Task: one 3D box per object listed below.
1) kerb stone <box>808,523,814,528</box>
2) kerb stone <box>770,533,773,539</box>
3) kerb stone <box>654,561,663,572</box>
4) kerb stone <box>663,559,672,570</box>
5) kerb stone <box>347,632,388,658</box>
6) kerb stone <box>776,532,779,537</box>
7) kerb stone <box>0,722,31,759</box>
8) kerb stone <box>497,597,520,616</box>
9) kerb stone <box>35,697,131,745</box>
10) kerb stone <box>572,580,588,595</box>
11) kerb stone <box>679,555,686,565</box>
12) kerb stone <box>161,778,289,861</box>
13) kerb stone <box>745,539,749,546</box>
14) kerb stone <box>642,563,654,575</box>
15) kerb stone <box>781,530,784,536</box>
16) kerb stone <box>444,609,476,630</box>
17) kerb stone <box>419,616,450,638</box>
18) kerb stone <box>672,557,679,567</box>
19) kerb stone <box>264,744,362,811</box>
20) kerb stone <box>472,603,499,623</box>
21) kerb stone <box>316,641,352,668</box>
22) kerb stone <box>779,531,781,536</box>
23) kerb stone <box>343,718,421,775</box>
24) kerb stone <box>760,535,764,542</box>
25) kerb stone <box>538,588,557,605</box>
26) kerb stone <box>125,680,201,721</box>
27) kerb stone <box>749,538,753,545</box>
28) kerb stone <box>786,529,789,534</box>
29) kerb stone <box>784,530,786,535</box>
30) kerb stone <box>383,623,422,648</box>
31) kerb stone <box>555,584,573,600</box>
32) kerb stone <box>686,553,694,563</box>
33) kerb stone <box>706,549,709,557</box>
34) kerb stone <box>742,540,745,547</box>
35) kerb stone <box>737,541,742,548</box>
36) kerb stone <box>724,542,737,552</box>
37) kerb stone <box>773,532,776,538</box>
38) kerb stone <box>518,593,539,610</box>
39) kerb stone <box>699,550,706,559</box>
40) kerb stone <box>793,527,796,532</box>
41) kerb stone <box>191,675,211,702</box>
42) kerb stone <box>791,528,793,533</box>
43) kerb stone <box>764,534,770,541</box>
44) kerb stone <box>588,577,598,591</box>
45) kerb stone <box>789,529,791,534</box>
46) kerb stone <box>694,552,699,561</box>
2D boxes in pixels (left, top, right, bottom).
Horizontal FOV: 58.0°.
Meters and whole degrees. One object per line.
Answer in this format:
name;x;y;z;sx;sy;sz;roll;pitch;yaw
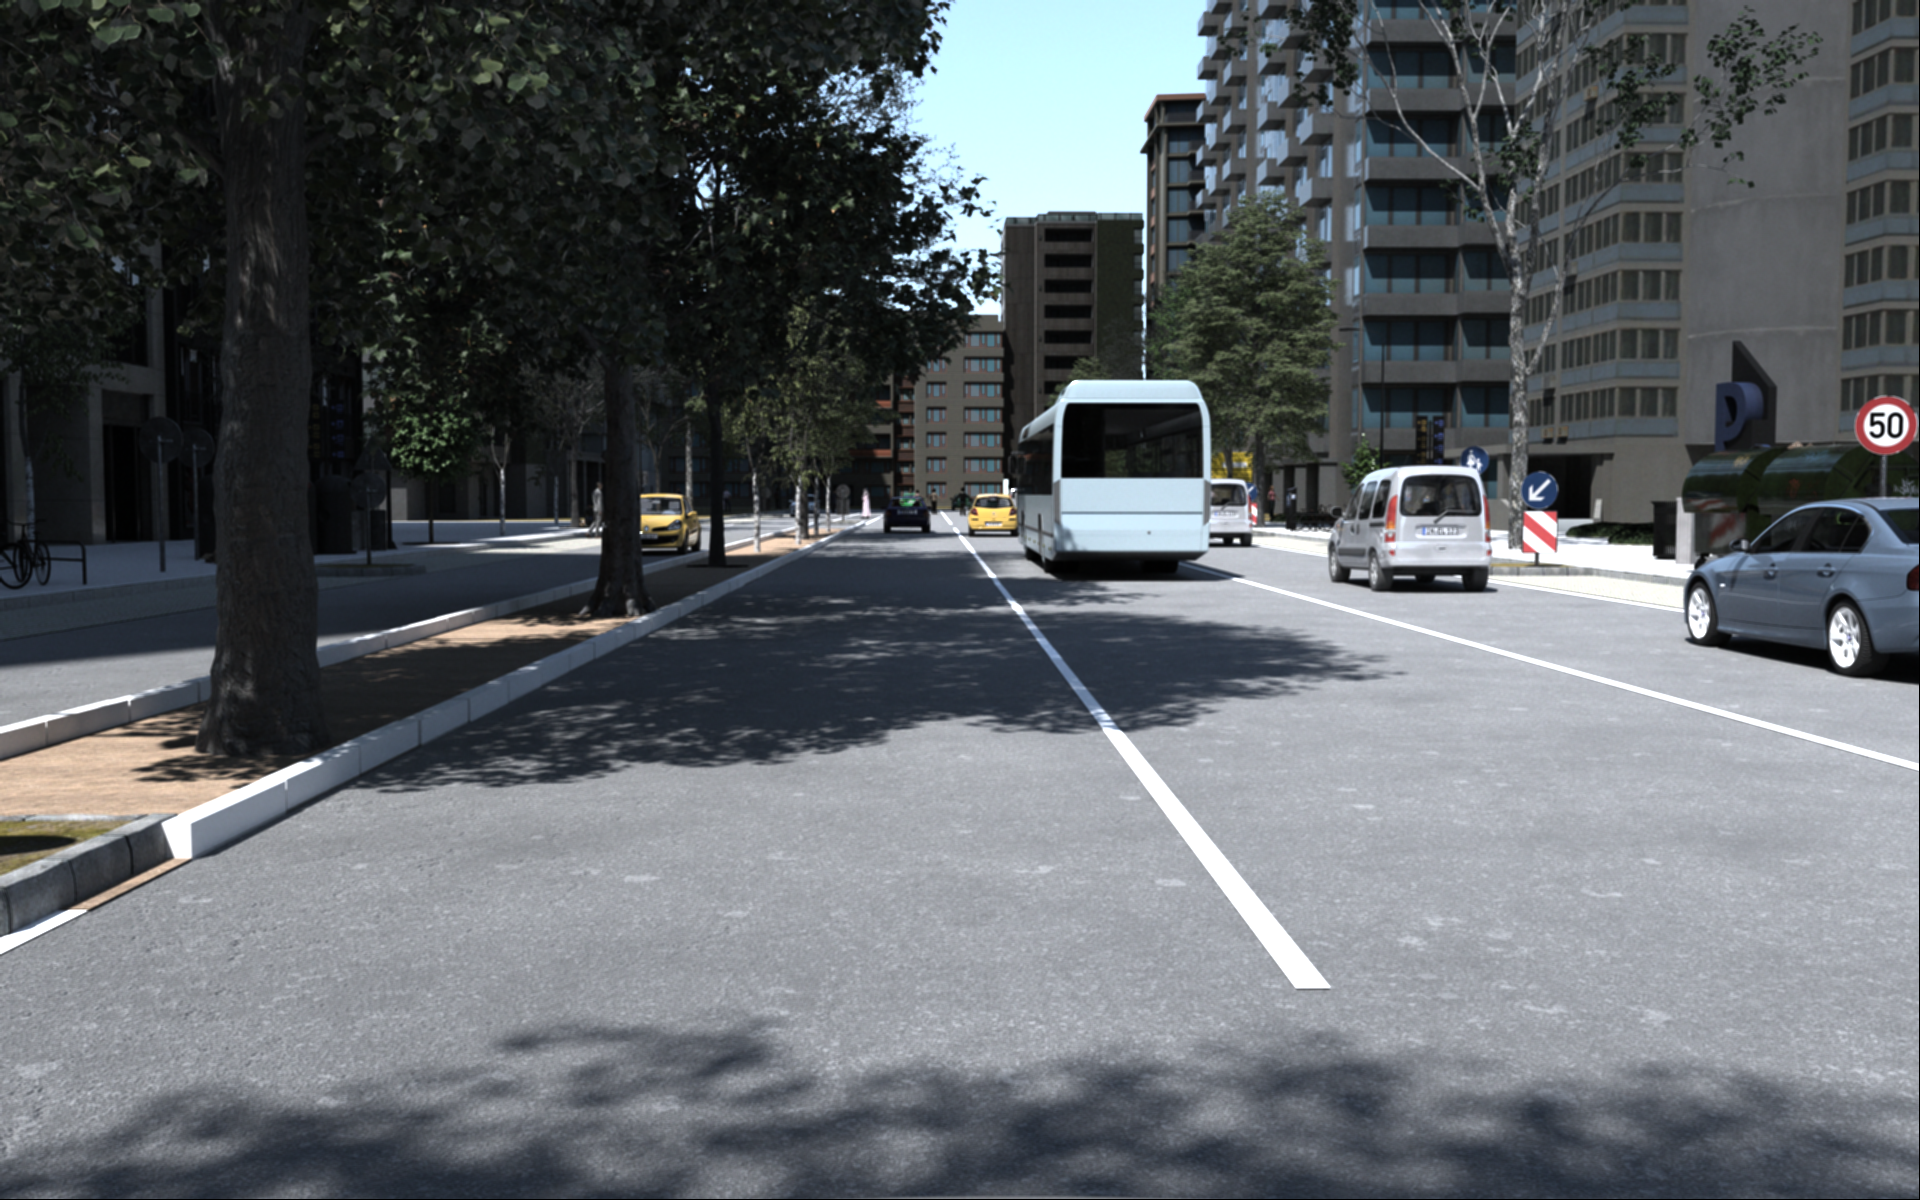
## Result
kerb stone;-6.467;-3.287;75.944;0.120;0.150;1.000;0;4;-1
kerb stone;-6.059;-1.968;54.403;0.120;0.150;1.000;0;4;-1
kerb stone;-5.642;-0.589;31.837;0.120;0.150;1.000;0;4;-1
kerb stone;-5.654;-0.652;32.859;0.120;0.150;1.000;0;4;-1
kerb stone;-5.335;0.421;15.422;0.120;0.150;1.000;0;4;-1
kerb stone;-6.090;-2.092;56.455;0.120;0.150;1.000;0;4;-1
kerb stone;-5.208;0.790;9.272;0.120;0.150;1.000;0;4;-1
kerb stone;-5.425;0.102;20.539;0.120;0.150;1.000;0;4;-1
kerb stone;-5.233;0.728;10.294;0.120;0.150;1.000;0;4;-1
kerb stone;-5.498;-0.151;24.671;0.120;0.150;1.000;0;4;-1
kerb stone;-5.698;-0.775;34.911;0.120;0.150;1.000;0;4;-1
kerb stone;-3.073;0.915;7.264;0.120;0.150;1.000;0;4;-1
kerb stone;-5.931;-1.530;47.236;0.120;0.150;1.000;0;4;-1
kerb stone;-5.622;-0.527;30.814;0.120;0.150;1.000;0;4;-1
kerb stone;-6.137;-2.221;58.507;0.120;0.150;1.000;0;4;-1
kerb stone;-5.393;0.226;18.495;0.120;0.150;1.000;0;4;-1
kerb stone;-5.372;0.294;17.473;0.120;0.150;1.000;0;4;-1
kerb stone;-5.677;-0.715;33.881;0.120;0.150;1.000;0;4;-1
kerb stone;-3.099;0.850;8.292;0.120;0.150;1.000;0;4;-1
kerb stone;-5.412;0.164;19.517;0.120;0.150;1.000;0;4;-1
kerb stone;-5.303;0.477;14.393;0.120;0.150;1.000;0;4;-1
kerb stone;-6.121;-2.158;57.476;0.120;0.150;1.000;0;4;-1
kerb stone;-3.120;0.788;9.314;0.120;0.150;1.000;0;4;-1
kerb stone;-5.998;-1.779;51.330;0.120;0.150;1.000;0;4;-1
kerb stone;-5.464;-0.018;22.602;0.120;0.150;1.000;0;4;-1
kerb stone;-5.252;0.670;11.319;0.120;0.150;1.000;0;4;-1
kerb stone;-5.949;-1.591;48.261;0.120;0.150;1.000;0;4;-1
kerb stone;-6.176;-2.345;60.551;0.120;0.150;1.000;0;4;-1
kerb stone;-6.158;-2.283;59.529;0.120;0.150;1.000;0;4;-1
kerb stone;-5.343;0.354;16.449;0.120;0.150;1.000;0;4;-1
kerb stone;-5.484;-0.088;23.635;0.120;0.150;1.000;0;4;-1
kerb stone;-5.707;-0.839;35.933;0.120;0.150;1.000;0;4;-1
kerb stone;-5.772;-1.026;39.009;0.120;0.150;1.000;0;4;-1
kerb stone;-5.910;-1.469;46.211;0.120;0.150;1.000;0;4;-1
kerb stone;-5.881;-1.406;45.187;0.120;0.150;1.000;0;4;-1
kerb stone;-5.866;-1.343;44.157;0.120;0.150;1.000;0;4;-1
kerb stone;-6.078;-2.032;55.431;0.120;0.150;1.000;0;4;-1
kerb stone;-5.446;0.042;21.579;0.120;0.150;1.000;0;4;-1
kerb stone;-5.758;-0.965;37.977;0.120;0.150;1.000;0;4;-1
kerb stone;-6.230;-2.534;63.619;0.120;0.150;1.000;0;4;-1
kerb stone;-5.268;0.603;12.346;0.120;0.150;1.000;0;4;-1
kerb stone;-6.209;-2.469;62.597;0.120;0.150;1.000;0;4;-1
kerb stone;-6.049;-1.907;53.374;0.120;0.150;1.000;0;4;-1
kerb stone;-5.520;-0.214;25.700;0.120;0.150;1.000;0;4;-1
kerb stone;-6.195;-2.409;61.574;0.120;0.150;1.000;0;4;-1
kerb stone;-5.740;-0.900;36.955;0.120;0.150;1.000;0;4;-1
